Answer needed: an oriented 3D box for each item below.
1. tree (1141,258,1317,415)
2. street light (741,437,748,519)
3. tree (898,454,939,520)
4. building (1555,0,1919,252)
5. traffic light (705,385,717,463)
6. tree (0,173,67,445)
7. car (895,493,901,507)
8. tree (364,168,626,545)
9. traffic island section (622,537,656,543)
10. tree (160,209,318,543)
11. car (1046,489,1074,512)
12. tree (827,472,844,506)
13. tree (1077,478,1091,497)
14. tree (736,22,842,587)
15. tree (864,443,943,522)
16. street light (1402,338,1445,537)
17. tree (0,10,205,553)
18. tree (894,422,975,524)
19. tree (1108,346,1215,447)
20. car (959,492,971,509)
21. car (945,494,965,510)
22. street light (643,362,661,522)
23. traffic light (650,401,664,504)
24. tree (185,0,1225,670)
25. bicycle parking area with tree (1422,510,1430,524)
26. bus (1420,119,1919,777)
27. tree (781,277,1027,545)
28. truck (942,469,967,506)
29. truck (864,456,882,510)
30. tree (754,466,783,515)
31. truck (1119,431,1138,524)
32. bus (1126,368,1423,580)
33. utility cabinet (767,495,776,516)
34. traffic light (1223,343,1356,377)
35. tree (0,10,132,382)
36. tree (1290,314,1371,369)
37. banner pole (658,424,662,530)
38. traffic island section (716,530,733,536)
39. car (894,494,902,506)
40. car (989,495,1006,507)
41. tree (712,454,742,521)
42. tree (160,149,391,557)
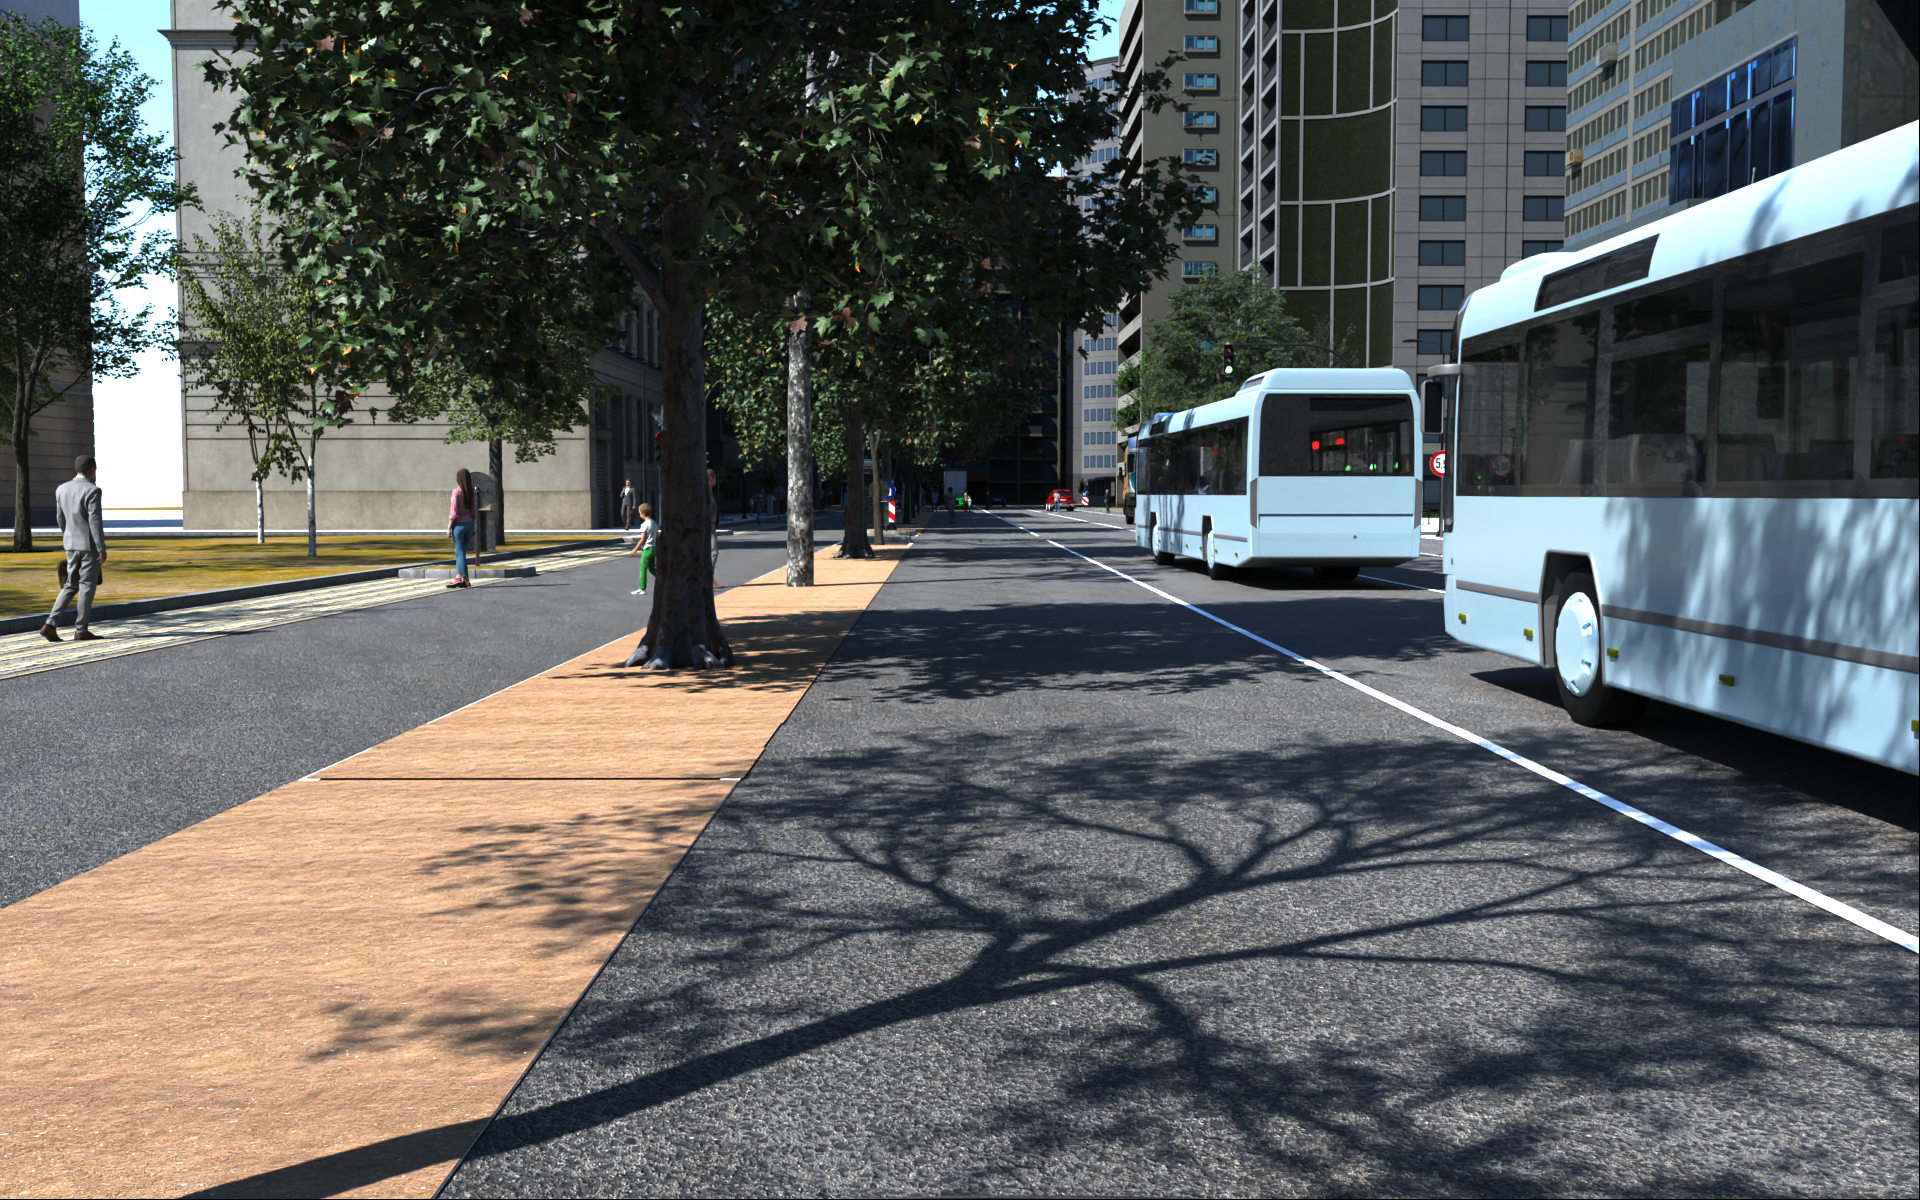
[{"bbox_3d":[14.535,-11.397,92.991,9.857,13.997,8.962,0,3,0],"label":"tree"},{"bbox_3d":[-10.663,-7.170,89.777,1.470,5.913,1.316,0,4,0],"label":"street light"},{"bbox_3d":[-2.726,-8.694,94.965,4.737,8.622,4.395,0,3,0],"label":"tree"},{"bbox_3d":[27.013,-43.908,30.576,22.319,86.520,31.000,0,4,0],"label":"building"},{"bbox_3d":[-6.876,-5.233,60.231,4.771,5.953,1.251,0,4,0],"label":"traffic light"},{"bbox_3d":[-28.444,-7.934,47.852,7.486,12.596,7.792,0,3,0],"label":"tree"},{"bbox_3d":[-7.203,-10.948,188.583,1.945,1.707,3.694,0,4,1],"label":"car"},{"bbox_3d":[-11.905,-7.700,44.019,7.486,12.596,7.792,0,3,0],"label":"tree"},{"bbox_3d":[-8.955,-1.838,52.332,2.009,0.180,2.903,0,4,0],"label":"traffic island section"},{"bbox_3d":[-18.257,-5.775,44.781,4.360,8.622,3.978,0,3,0],"label":"tree"},{"bbox_3d":[8.270,-8.228,143.206,2.281,1.827,5.304,0,4,-1],"label":"car"},{"bbox_3d":[-12.805,-14.348,184.956,4.737,8.622,4.395,0,3,0],"label":"tree"},{"bbox_3d":[13.806,-12.324,196.096,1.663,3.219,1.824,0,3,0],"label":"tree"},{"bbox_3d":[-3.686,-10.314,26.983,12.611,20.169,13.585,0,3,0],"label":"tree"},{"bbox_3d":[-2.956,-8.319,88.829,4.360,8.622,3.978,0,3,0],"label":"tree"},{"bbox_3d":[13.897,-4.850,51.846,1.470,5.913,1.316,0,4,0],"label":"street light"},{"bbox_3d":[-20.409,-6.840,37.594,9.928,11.665,9.643,0,3,0],"label":"tree"},{"bbox_3d":[-2.416,-9.376,81.510,9.928,11.665,9.643,0,3,0],"label":"tree"},{"bbox_3d":[13.963,-11.816,118.951,9.928,11.665,9.643,0,3,0],"label":"tree"},{"bbox_3d":[-0.011,-9.955,171.810,2.155,1.783,4.494,0,4,2],"label":"car"},{"bbox_3d":[-0.397,-8.952,155.161,1.959,1.807,4.718,0,4,1],"label":"car"},{"bbox_3d":[-10.403,-5.353,60.064,1.470,5.913,1.316,0,4,0],"label":"street light"},{"bbox_3d":[-8.915,-3.870,52.198,0.839,4.253,0.868,0,4,0],"label":"traffic light"},{"bbox_3d":[-2.307,-5.797,14.240,9.611,12.733,9.660,0,3,0],"label":"tree"},{"bbox_3d":[21.606,-5.436,75.885,8.231,4.147,9.016,1,4,16],"label":"bicycle parking area with tree"},{"bbox_3d":[5.047,-0.794,7.837,2.948,3.499,13.247,0,4,0],"label":"bus"},{"bbox_3d":[-2.229,-6.817,48.324,8.767,10.594,7.601,0,4,0],"label":"tree"},{"bbox_3d":[-0.587,-12.832,198.715,2.839,4.237,11.283,0,4,-1],"label":"truck"},{"bbox_3d":[-6.712,-8.617,129.794,2.839,4.237,11.283,0,4,-1],"label":"truck"},{"bbox_3d":[-11.395,-6.752,104.998,1.663,3.219,1.824,0,3,0],"label":"tree"},{"bbox_3d":[9.051,-5.468,78.320,2.839,4.237,11.283,0,4,-1],"label":"truck"},{"bbox_3d":[5.272,-2.271,31.991,2.948,3.499,13.247,0,4,-2],"label":"bus"},{"bbox_3d":[-10.878,-5.435,100.018,0.306,1.237,1.020,0,4,7],"label":"utility cabinet"},{"bbox_3d":[10.254,-4.742,52.197,4.771,5.953,1.251,0,4,0],"label":"traffic light"},{"bbox_3d":[-17.357,-5.742,28.296,7.601,10.594,8.767,0,4,-7],"label":"tree"},{"bbox_3d":[15.180,-7.339,70.361,4.360,8.622,3.978,0,3,0],"label":"tree"},{"bbox_3d":[-10.771,-4.413,62.163,0.401,3.779,0.863,-1,4,-13],"label":"banner pole"},{"bbox_3d":[-9.007,-2.326,60.317,2.009,0.180,2.903,0,4,0],"label":"traffic island section"},{"bbox_3d":[-6.743,-10.634,182.909,2.155,1.783,4.494,0,4,1],"label":"car"},{"bbox_3d":[4.205,-11.172,195.234,1.945,1.354,3.894,0,4,-1],"label":"car"},{"bbox_3d":[-11.473,-5.466,83.963,1.663,3.219,1.824,0,3,0],"label":"tree"},{"bbox_3d":[-13.532,-5.194,35.283,4.737,8.622,4.395,0,3,0],"label":"tree"}]
